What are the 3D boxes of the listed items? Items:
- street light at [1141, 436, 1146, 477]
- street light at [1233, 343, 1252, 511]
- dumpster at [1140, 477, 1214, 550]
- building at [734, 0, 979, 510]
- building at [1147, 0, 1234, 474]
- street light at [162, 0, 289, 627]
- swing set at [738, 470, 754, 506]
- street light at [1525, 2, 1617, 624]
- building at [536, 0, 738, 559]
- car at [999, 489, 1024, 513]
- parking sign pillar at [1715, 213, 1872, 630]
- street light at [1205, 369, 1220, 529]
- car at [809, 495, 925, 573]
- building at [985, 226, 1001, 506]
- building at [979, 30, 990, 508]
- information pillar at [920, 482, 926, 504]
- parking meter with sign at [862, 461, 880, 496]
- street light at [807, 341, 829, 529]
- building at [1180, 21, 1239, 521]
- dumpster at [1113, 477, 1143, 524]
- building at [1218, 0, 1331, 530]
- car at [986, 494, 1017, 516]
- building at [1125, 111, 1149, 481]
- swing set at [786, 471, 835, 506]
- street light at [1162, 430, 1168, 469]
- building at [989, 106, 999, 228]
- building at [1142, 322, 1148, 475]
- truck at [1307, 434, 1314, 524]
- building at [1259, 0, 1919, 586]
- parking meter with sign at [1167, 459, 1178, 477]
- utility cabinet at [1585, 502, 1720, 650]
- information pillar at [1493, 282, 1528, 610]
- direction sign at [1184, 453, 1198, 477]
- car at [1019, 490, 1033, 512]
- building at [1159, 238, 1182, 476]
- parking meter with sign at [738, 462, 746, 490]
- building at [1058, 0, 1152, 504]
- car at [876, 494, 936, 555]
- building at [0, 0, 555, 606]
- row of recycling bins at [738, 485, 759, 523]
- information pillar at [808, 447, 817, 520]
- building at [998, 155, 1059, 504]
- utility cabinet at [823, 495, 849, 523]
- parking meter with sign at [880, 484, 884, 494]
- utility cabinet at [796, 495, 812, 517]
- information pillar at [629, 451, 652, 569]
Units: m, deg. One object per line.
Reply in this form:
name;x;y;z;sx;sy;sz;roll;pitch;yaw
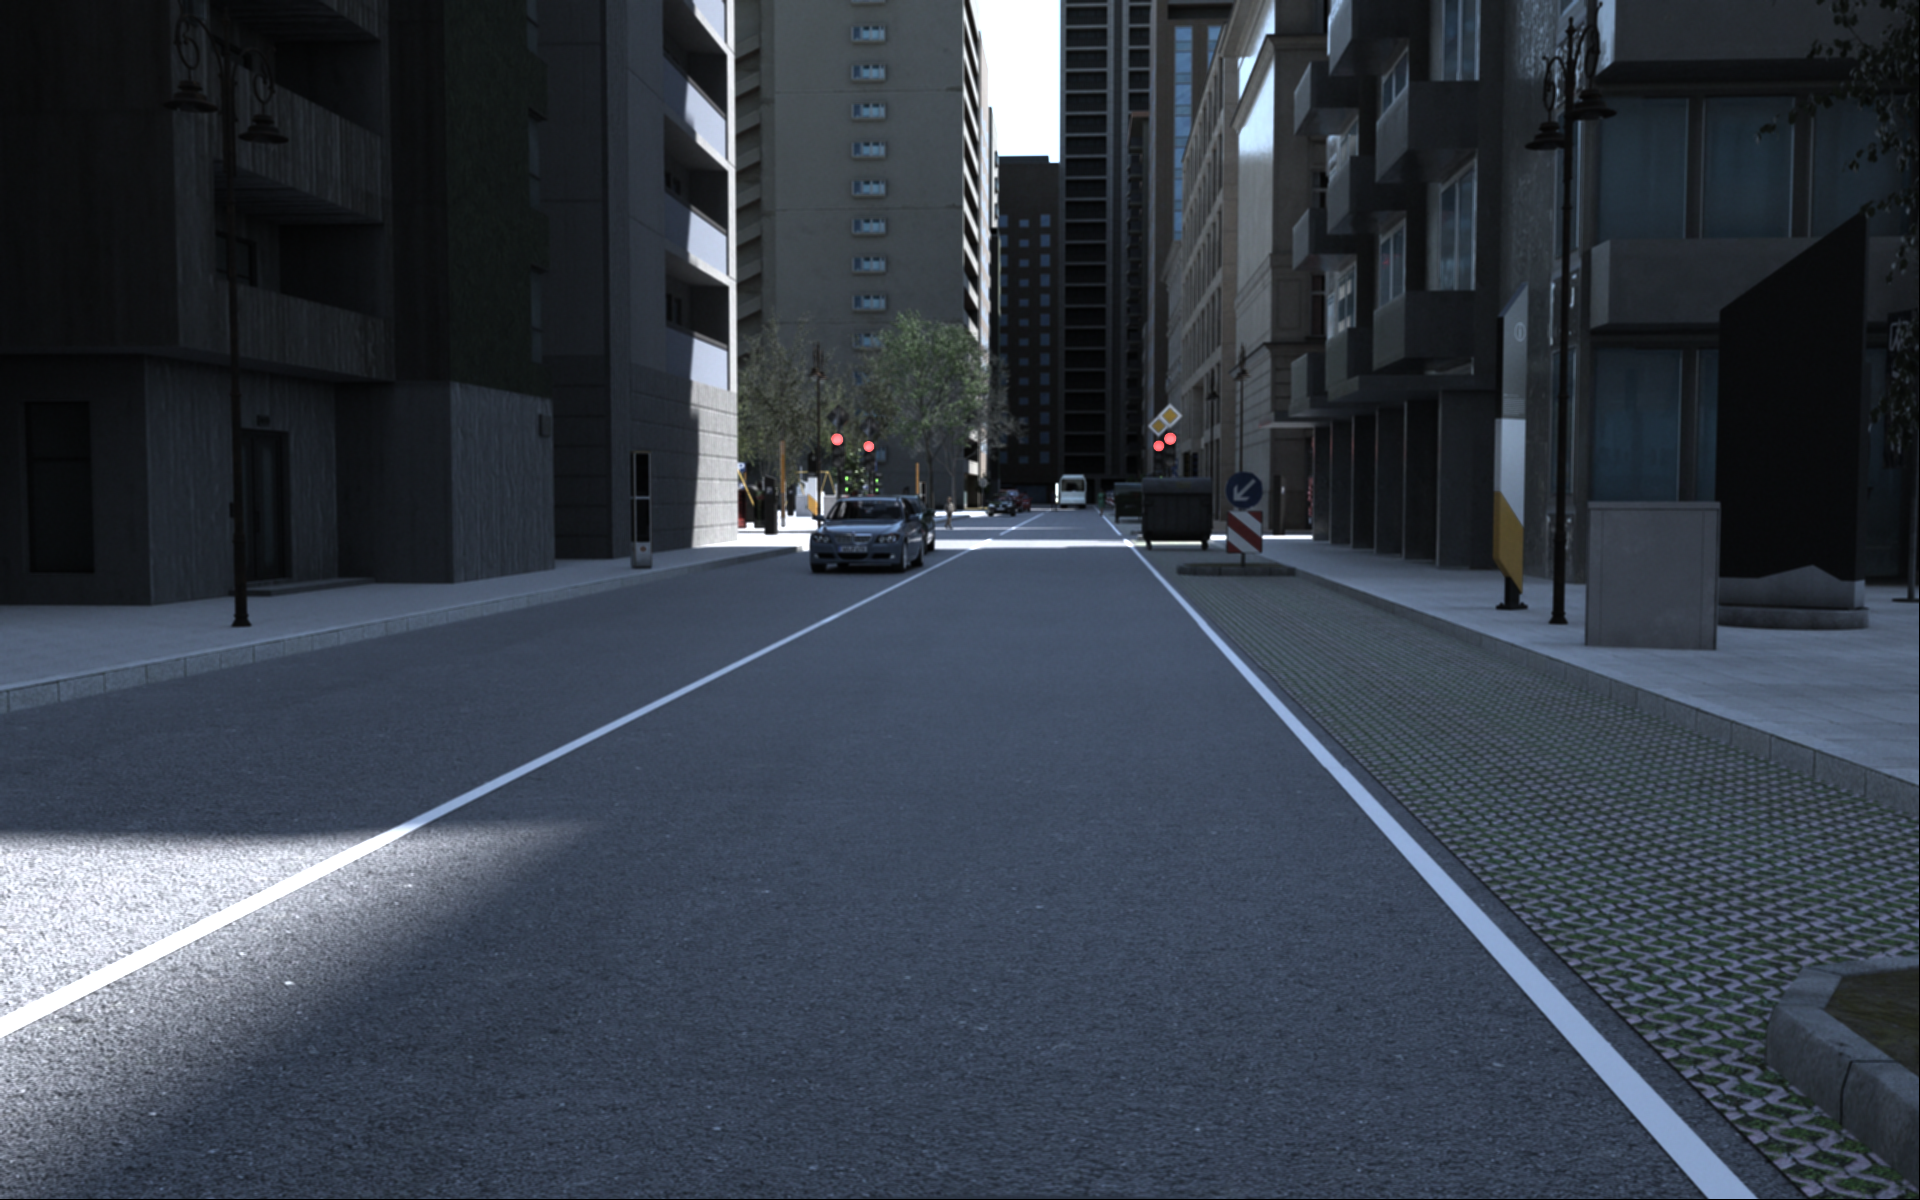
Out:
street light;14.360;-9.979;135.948;0.468;5.910;1.993;0;4;4
street light;8.611;-4.906;53.002;0.468;5.910;1.993;0;4;4
dumpster;5.536;-2.209;44.330;1.865;1.857;1.264;0;4;5
building;-9.622;-32.076;148.144;21.300;48.544;21.600;0;4;4
building;23.027;-30.302;145.545;14.600;45.320;14.200;0;4;4
street light;-6.968;-2.681;16.617;0.468;5.910;1.993;0;4;4
swing set;-10.457;-4.768;75.577;2.862;2.851;3.119;1;4;11
street light;5.917;-2.701;16.950;0.468;5.910;1.993;0;4;4
building;-20.308;-30.570;41.815;28.212;58.520;21.231;0;4;4
car;3.805;-7.635;133.499;2.281;1.827;5.304;0;4;4
parking sign pillar;8.129;-1.740;16.917;1.447;3.967;1.447;3;5;39
street light;9.328;-5.589;64.160;0.468;5.910;1.993;0;4;4
car;-1.712;-1.295;33.178;2.014;1.417;4.499;0;4;5
building;-3.122;-25.018;180.741;14.160;30.474;14.107;0;4;4
building;-4.502;-31.551;165.977;14.600;45.320;14.200;0;4;4
information pillar;-2.314;-6.316;107.758;0.304;2.012;0.304;-1;4;-21
parking meter with sign;-4.813;-5.716;89.716;0.543;3.016;1.738;1;4;17
street light;-4.282;-4.875;52.499;0.468;5.910;1.993;0;4;4
building;23.086;-17.917;97.451;19.350;26.468;34.151;0;4;4
dumpster;8.412;-4.830;83.922;1.985;2.255;1.502;0;4;3
building;25.803;-14.343;67.797;30.059;22.955;16.112;0;4;4
car;2.715;-6.258;112.110;2.009;1.686;4.222;0;4;4
building;29.936;-33.083;195.538;22.147;44.769;28.867;0;4;4
swing set;-10.399;-7.521;120.582;3.119;2.851;2.862;2;4;34
street light;11.802;-7.784;100.057;0.468;5.910;1.993;0;4;4
building;-6.545;-35.365;201.914;21.600;48.544;21.300;0;4;4
building;31.968;-19.704;167.203;27.650;21.520;28.899;0;4;4
truck;16.625;-4.182;57.288;11.283;4.237;2.839;0;4;6
building;19.159;-25.424;35.299;23.786;49.044;30.456;0;4;4
parking meter with sign;10.331;-5.373;84.110;0.543;3.016;1.738;0;4;5
utility cabinet;5.797;-0.205;14.509;1.020;1.237;0.306;2;4;24
information pillar;6.087;-1.699;19.138;0.504;3.616;0.183;-3;5;-40
direction sign;12.599;-6.277;94.627;0.876;3.537;0.379;-2;4;-24
car;4.806;-8.021;140.191;2.155;1.783;4.494;0;4;2
building;20.659;-17.691;125.409;11.583;22.565;21.152;0;4;4
parking meter with sign;-11.832;-5.964;93.765;0.543;3.016;1.738;-1;4;-9
building;23.503;-48.355;228.862;20.611;71.187;20.563;0;4;4
car;-1.622;-1.882;42.568;2.131;1.459;4.920;0;4;3
building;-14.394;-15.325;22.269;14.160;30.474;14.107;0;4;4
row of recycling bins;-10.571;-4.378;78.696;3.534;1.692;1.069;2;4;31
information pillar;-7.302;-5.783;85.899;0.504;3.616;0.183;1;4;22
building;5.955;-35.360;228.251;14.200;45.320;14.600;0;4;4
utility cabinet;-5.131;-3.699;71.638;1.020;1.237;0.306;0;4;2
parking meter with sign;-6.161;-8.316;132.219;1.738;3.016;0.543;-1;4;-20
utility cabinet;-8.769;-5.294;97.726;1.020;1.237;0.306;1;4;22
information pillar;-5.502;-1.551;29.848;0.304;2.012;0.304;-2;4;-24
